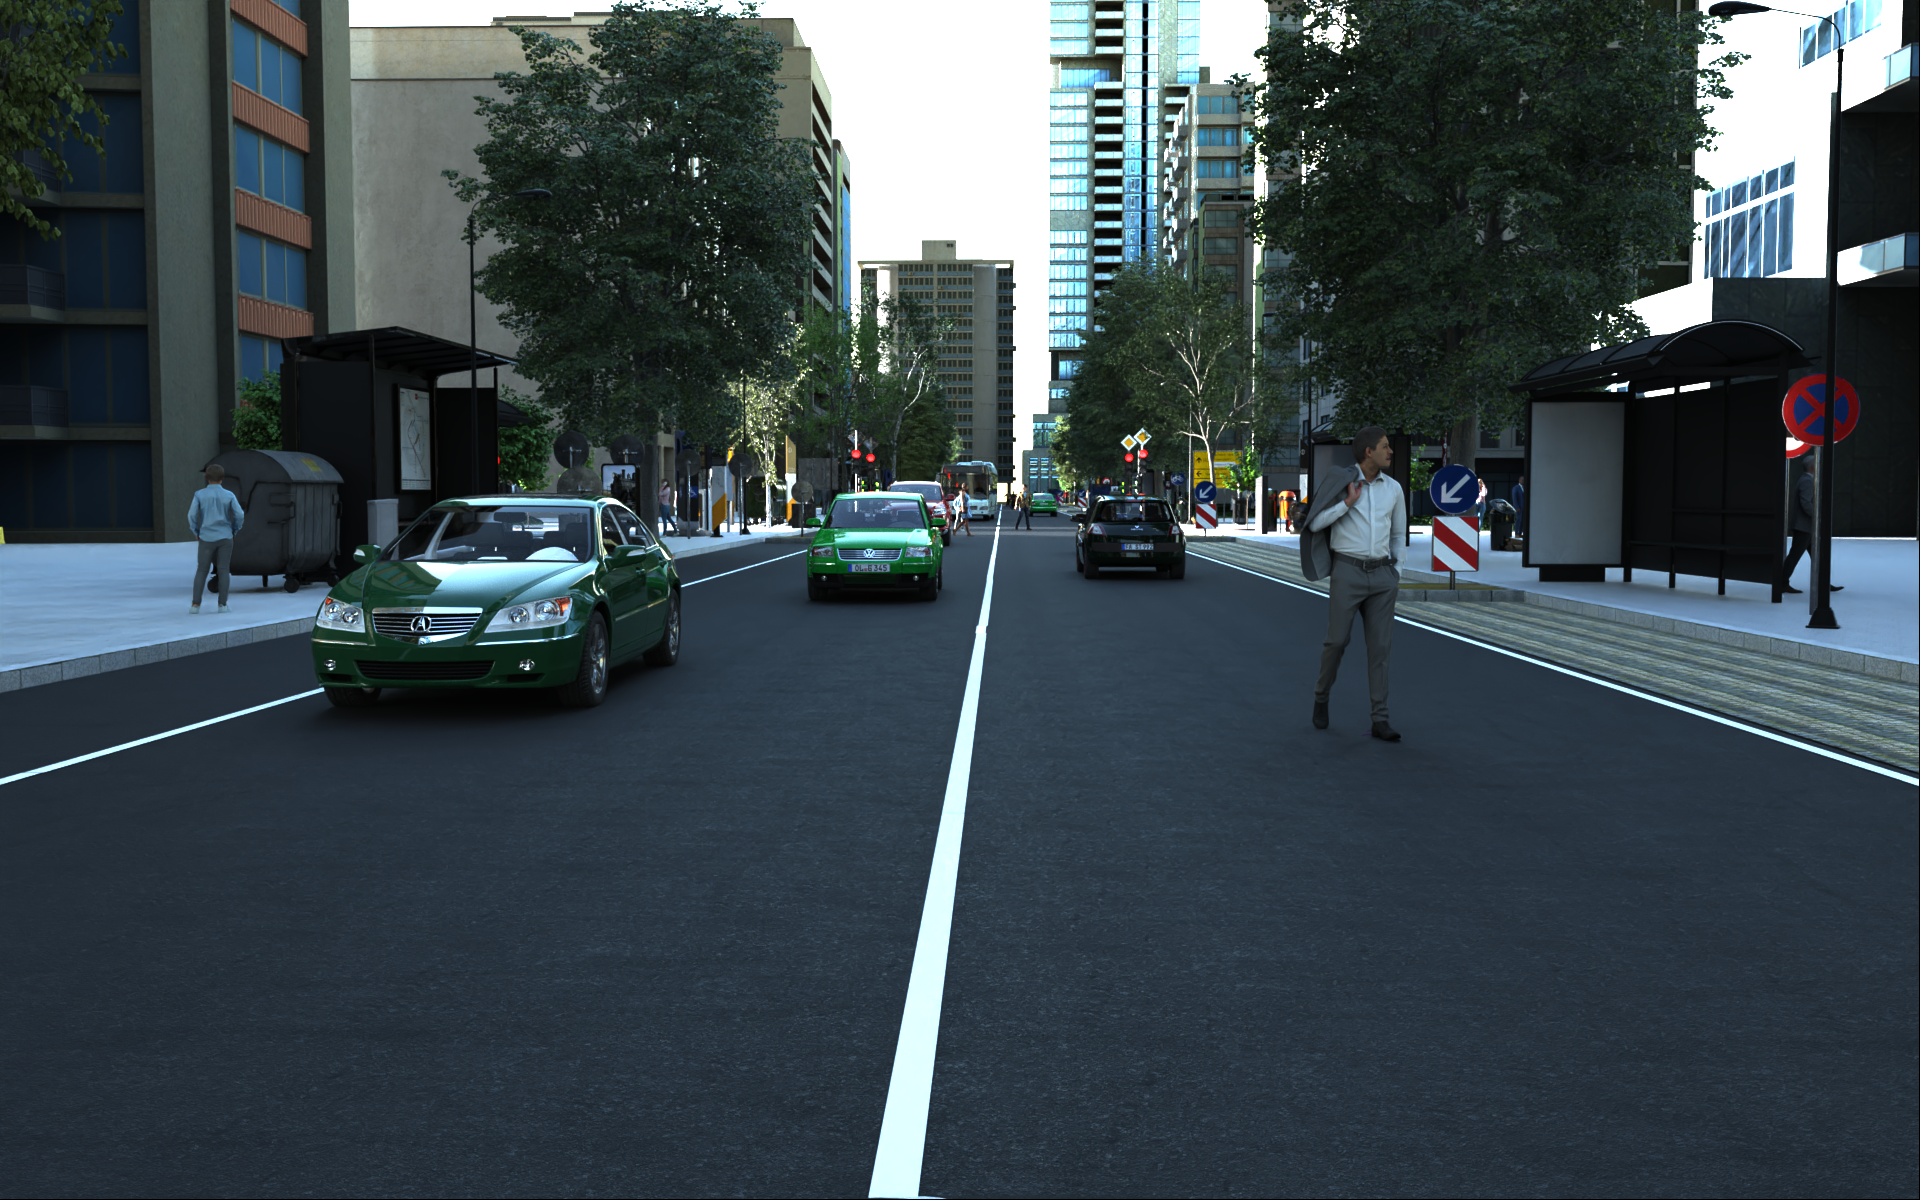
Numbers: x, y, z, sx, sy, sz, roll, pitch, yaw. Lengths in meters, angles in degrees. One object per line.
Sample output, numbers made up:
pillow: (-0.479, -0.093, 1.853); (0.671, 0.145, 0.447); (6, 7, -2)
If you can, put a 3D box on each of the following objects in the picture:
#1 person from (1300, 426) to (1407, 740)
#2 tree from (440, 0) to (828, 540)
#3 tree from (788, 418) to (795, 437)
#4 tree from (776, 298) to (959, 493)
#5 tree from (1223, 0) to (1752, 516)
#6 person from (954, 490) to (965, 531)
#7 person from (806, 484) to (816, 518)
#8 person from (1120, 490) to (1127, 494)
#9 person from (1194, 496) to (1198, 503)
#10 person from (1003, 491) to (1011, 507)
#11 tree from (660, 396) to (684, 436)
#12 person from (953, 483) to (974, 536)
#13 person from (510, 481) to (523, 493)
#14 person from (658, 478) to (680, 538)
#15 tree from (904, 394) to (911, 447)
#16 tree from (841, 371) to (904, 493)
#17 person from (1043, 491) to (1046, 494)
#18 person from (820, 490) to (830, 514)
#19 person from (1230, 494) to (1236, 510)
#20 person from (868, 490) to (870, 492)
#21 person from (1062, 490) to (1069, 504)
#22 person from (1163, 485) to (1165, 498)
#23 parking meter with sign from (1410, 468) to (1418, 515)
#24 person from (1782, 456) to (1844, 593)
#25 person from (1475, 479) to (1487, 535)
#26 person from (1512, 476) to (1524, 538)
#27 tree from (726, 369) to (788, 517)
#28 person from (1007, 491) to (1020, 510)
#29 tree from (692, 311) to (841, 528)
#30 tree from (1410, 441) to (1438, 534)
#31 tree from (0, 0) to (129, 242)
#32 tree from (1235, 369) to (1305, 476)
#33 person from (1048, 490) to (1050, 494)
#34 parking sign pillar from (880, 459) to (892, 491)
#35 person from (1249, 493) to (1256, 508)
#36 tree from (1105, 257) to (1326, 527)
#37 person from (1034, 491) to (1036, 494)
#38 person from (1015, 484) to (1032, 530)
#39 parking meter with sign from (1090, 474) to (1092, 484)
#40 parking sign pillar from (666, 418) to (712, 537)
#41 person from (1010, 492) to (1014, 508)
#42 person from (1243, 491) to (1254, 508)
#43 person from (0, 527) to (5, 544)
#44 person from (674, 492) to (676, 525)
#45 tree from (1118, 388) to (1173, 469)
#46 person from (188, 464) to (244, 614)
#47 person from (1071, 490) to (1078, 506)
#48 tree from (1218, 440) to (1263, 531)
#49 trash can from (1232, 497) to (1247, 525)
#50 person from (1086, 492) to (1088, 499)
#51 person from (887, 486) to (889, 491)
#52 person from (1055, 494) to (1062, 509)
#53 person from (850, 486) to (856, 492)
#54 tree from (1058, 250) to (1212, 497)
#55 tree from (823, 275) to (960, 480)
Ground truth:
person: (2.348, -0.106, 10.332); (0.679, 1.850, 0.850); (-1, 4, -15)
tree: (-7.748, -8.304, 42.430); (9.857, 13.997, 8.962); (0, 3, 0)
tree: (-13.154, -10.214, 117.363); (4.737, 8.622, 4.395); (0, 3, 0)
tree: (-6.287, -10.208, 92.648); (9.928, 11.665, 9.643); (0, 3, 0)
tree: (9.392, -7.688, 32.361); (9.857, 13.997, 8.962); (0, 3, 0)
person: (0.044, -3.435, 66.471); (0.589, 1.601, 0.330); (1, 4, 23)
person: (-6.720, -4.291, 78.012); (0.648, 1.900, 0.474); (2, 4, 24)
person: (10.697, -6.555, 113.403); (0.419, 1.800, 0.721); (3, 5, 45)
person: (16.811, -6.962, 122.463); (0.523, 1.515, 0.503); (0, 4, 8)
person: (5.481, -11.565, 197.677); (1.348, 1.812, 0.705); (0, 4, 4)
tree: (-12.363, -8.245, 85.170); (4.360, 8.622, 3.978); (0, 3, 0)
person: (0.109, -3.053, 58.507); (0.778, 1.811, 0.616); (1, 4, 17)
person: (-15.096, -3.227, 58.907); (0.850, 1.850, 0.679); (3, 5, 41)
person: (-8.586, -2.710, 50.937); (0.643, 1.750, 0.593); (0, 4, -6)
tree: (-5.426, -10.304, 118.831); (4.360, 8.622, 3.978); (0, 3, 0)
tree: (-6.375, -9.247, 101.556); (4.360, 8.622, 3.978); (0, 3, 0)
person: (10.288, -12.554, 213.624); (0.709, 1.838, 0.599); (3, 5, 43)
person: (-8.492, -6.297, 109.124); (0.709, 1.813, 0.853); (1, 4, 11)
person: (14.749, -5.108, 93.837); (0.394, 1.301, 0.425); (1, 4, 17)
person: (-6.399, -7.197, 123.889); (0.592, 1.802, 0.473); (0, 4, -2)
person: (13.468, -13.072, 219.702); (0.705, 1.831, 1.348); (3, 5, 41)
person: (11.807, -5.820, 101.480); (0.850, 1.792, 0.678); (-1, 4, -16)
parking meter with sign: (20.941, -5.201, 81.304); (0.543, 3.016, 1.738); (2, 4, 34)
person: (11.022, -0.974, 22.368); (0.834, 1.777, 0.661); (1, 4, 14)
person: (16.144, -2.897, 53.996); (0.593, 1.750, 0.643); (2, 4, 27)
person: (16.317, -2.703, 50.421); (0.721, 1.800, 0.419); (-3, 4, -39)
tree: (-12.370, -8.952, 96.735); (4.737, 8.622, 4.395); (0, 3, 0)
person: (4.885, -9.104, 158.062); (1.217, 1.735, 0.721); (0, 4, 6)
tree: (-7.363, -6.983, 64.527); (4.360, 8.622, 3.978); (0, 3, 0)
tree: (14.428, -3.758, 56.048); (1.663, 3.219, 1.824); (0, 3, 0)
tree: (-8.881, -3.950, 14.947); (4.737, 8.622, 4.395); (0, 3, 0)
tree: (17.418, -9.120, 99.467); (4.360, 8.622, 3.978); (0, 3, 0)
person: (8.664, -9.874, 169.936); (0.705, 1.824, 1.348); (-3, 5, -41)
parking sign pillar: (-5.745, -8.964, 135.028); (1.447, 3.967, 1.447); (2, 4, 25)
person: (19.597, -6.723, 116.150); (0.419, 1.800, 0.721); (-3, 5, -42)
tree: (9.967, -8.141, 67.516); (8.767, 10.594, 7.601); (0, 4, 1)
person: (7.805, -10.377, 178.884); (1.217, 1.735, 0.721); (3, 4, 37)
person: (2.526, -3.735, 69.478); (0.836, 1.842, 0.656); (3, 5, 44)
parking meter with sign: (12.157, -9.437, 150.551); (1.738, 3.016, 0.543); (2, 4, 29)
parking sign pillar: (-8.293, -3.924, 52.622); (1.447, 3.967, 1.447); (-1, 4, -22)
person: (5.268, -9.953, 172.158); (0.541, 1.710, 0.530); (3, 5, 41)
person: (18.191, -6.287, 109.326); (0.782, 1.767, 0.515); (2, 4, 24)
person: (-16.780, -1.431, 29.652); (0.699, 1.804, 1.509); (-2, 4, -31)
person: (-11.171, -3.844, 68.901); (0.388, 1.821, 0.555); (1, 4, 14)
tree: (11.832, -9.949, 113.024); (4.360, 8.622, 3.978); (0, 3, 0)
person: (-8.040, -0.664, 18.711); (0.589, 1.601, 0.330); (-1, 4, -16)
person: (12.837, -11.329, 191.997); (1.217, 1.736, 0.721); (1, 4, 20)
tree: (10.251, -4.082, 61.341); (1.663, 3.219, 1.824); (0, 3, 0)
trash can: (11.673, -3.701, 72.164); (0.748, 1.137, 0.748); (0, 3, 0)
person: (16.674, -13.407, 225.342); (1.348, 1.812, 0.705); (3, 5, 39)
person: (-3.573, -4.904, 88.558); (0.818, 1.842, 0.514); (-2, 4, -29)
person: (9.048, -9.105, 160.582); (0.991, 1.433, 0.599); (1, 4, 20)
person: (-6.476, -5.994, 104.315); (0.678, 1.792, 0.850); (0, 4, 6)
tree: (10.421, -11.216, 90.044); (9.857, 13.997, 8.962); (0, 3, 0)
tree: (-6.095, -17.953, 149.423); (12.611, 20.169, 13.585); (0, 3, 0)
